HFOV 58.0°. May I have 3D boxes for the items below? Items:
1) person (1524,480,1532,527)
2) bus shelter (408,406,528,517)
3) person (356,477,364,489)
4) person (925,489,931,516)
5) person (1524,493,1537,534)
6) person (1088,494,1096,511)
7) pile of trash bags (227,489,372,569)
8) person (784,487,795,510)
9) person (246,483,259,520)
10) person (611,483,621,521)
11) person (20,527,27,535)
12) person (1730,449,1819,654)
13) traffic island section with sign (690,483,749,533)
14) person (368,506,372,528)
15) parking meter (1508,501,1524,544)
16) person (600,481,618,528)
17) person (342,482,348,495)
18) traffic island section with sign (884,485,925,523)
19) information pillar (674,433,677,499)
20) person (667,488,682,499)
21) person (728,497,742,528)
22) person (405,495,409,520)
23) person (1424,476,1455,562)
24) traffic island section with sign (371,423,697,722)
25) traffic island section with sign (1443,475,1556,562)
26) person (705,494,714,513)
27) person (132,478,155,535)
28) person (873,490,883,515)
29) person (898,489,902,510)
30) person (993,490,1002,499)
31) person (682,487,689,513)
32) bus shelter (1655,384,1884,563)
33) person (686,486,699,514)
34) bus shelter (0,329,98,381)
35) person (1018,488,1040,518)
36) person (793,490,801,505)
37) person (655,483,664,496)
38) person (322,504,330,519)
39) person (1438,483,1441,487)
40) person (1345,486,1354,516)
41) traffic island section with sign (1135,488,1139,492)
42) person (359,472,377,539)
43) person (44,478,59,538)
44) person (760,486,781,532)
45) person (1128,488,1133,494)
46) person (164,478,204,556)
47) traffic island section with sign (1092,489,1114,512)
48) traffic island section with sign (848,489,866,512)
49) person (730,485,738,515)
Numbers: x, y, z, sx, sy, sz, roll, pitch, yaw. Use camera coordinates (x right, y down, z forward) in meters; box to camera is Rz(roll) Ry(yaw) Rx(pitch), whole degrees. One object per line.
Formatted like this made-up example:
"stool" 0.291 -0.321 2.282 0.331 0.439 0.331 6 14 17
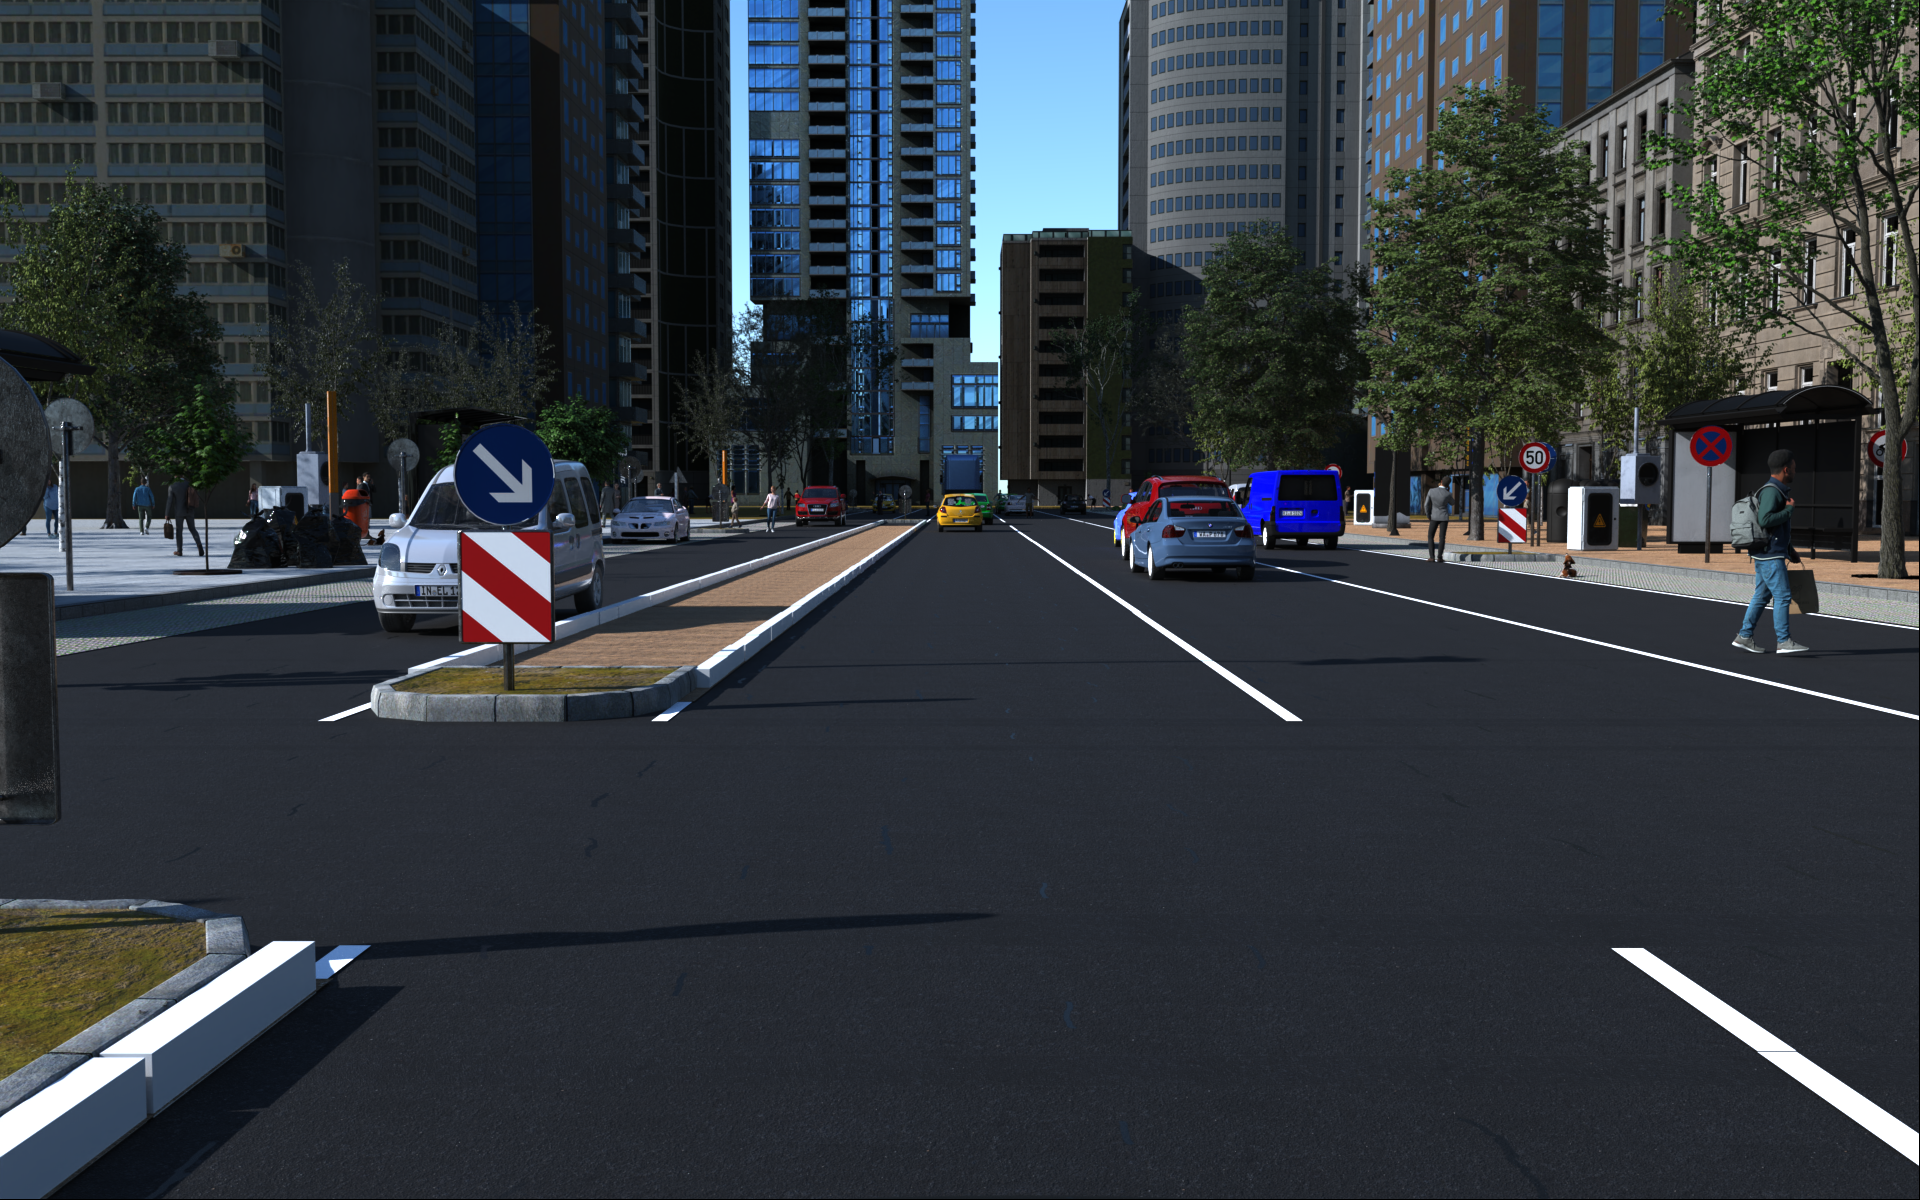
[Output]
"person" 21.710 -3.708 66.574 0.656 1.842 0.836 -2 4 -31
"bus shelter" -13.954 -3.560 49.482 1.731 3.624 6.357 0 4 0
"person" -19.504 -3.080 56.199 0.447 1.846 0.655 0 4 5
"person" -2.167 -6.323 112.596 0.721 1.743 1.217 -1 4 -10
"person" 17.619 -2.661 53.819 0.640 1.303 0.475 1 4 21
"person" 11.049 -8.191 145.611 0.799 1.438 0.628 0 4 5
"pile of trash bags" -11.605 -1.318 31.308 1.912 1.369 3.447 0 4 7
"person" -13.587 -8.037 137.547 1.348 1.812 0.705 3 5 44
"person" -30.959 -4.237 75.907 0.593 1.750 0.643 0 4 -5
"person" -14.886 -4.193 74.935 0.374 1.781 0.599 3 4 38
"person" -29.202 -2.897 53.584 0.590 1.801 0.661 1 4 18
"person" 7.268 -0.424 15.418 0.713 1.824 0.794 3 5 43
"traffic island section with sign" -8.810 -3.372 63.758 1.989 1.847 2.006 0 4 0
"person" -22.133 -3.537 64.446 0.480 1.755 0.524 -2 4 -35
"parking meter" 14.408 -2.231 44.887 0.372 1.533 0.369 0 3 0
"person" -13.442 -3.668 66.111 0.767 1.812 0.694 3 5 44
"person" -23.260 -3.624 65.866 0.524 1.755 0.480 -2 4 -24
"traffic island section with sign" -2.769 -4.822 86.980 2.006 1.907 1.989 0 4 0
"information pillar" -11.000 -4.630 67.053 0.183 3.616 0.504 -1 4 -8
"person" -21.538 -7.565 130.409 1.217 1.739 0.721 1 4 12
"person" -9.444 -3.674 72.847 0.640 1.303 0.475 -3 5 -41
"person" -23.666 -3.866 73.914 0.373 1.253 0.362 2 4 35
"person" 10.059 -1.694 36.379 0.592 1.802 0.473 2 4 32
"traffic island section with sign" -2.935 -0.227 11.842 2.006 1.907 1.989 0 4 0
"traffic island section with sign" 11.549 -1.757 37.352 1.989 1.847 2.006 0 4 0
"person" -16.420 -6.436 114.454 0.799 1.438 0.628 -2 4 -34
"person" -25.577 -2.929 54.271 0.601 1.785 0.444 -1 4 -14
"person" -5.651 -6.740 119.503 0.742 1.727 0.445 0 4 -5
"person" -5.035 -8.419 145.782 0.705 1.869 1.348 0 4 1
"person" 3.560 -8.857 153.397 1.350 1.814 0.705 -1 4 -11
"person" -18.558 -6.782 117.474 0.434 1.755 0.990 1 4 19
"bus shelter" 16.025 -2.497 34.748 2.014 3.302 5.546 0 4 0
"person" -17.068 -6.368 110.241 0.705 1.814 1.350 -3 5 -43
"bus shelter" -11.797 -1.531 18.959 2.014 3.302 5.546 0 4 0
"person" 4.094 -5.770 102.837 1.348 1.824 0.705 0 4 4
"person" -15.783 -9.764 168.230 1.348 1.812 0.705 3 4 37
"person" -14.324 -4.697 83.021 0.590 1.801 0.661 2 4 31
"person" -31.272 -4.549 85.921 0.738 1.151 1.012 -1 4 -22
"person" 20.239 -4.063 73.020 0.519 1.759 0.362 0 3 0
"person" 22.815 -5.783 101.129 0.750 1.759 0.617 1 4 16
"traffic island section with sign" 11.720 -6.474 114.475 1.989 1.847 2.006 0 4 0
"person" -16.901 -2.693 49.438 0.474 1.900 0.648 -1 4 -12
"person" -26.331 -2.685 50.203 0.793 1.790 0.793 0 4 -2
"person" -7.137 -3.417 65.041 0.731 1.740 0.598 -1 4 -17
"person" 9.011 -4.951 89.901 0.683 1.767 0.568 -1 4 -14
"person" -16.003 -1.816 35.695 0.822 1.834 0.622 3 4 38
"traffic island section with sign" 11.791 -8.122 141.430 1.989 1.847 2.006 0 4 0
"traffic island section with sign" -8.632 -8.091 140.914 1.989 1.847 2.006 0 4 0
"person" -11.891 -5.191 91.595 0.721 1.739 1.217 0 4 0
